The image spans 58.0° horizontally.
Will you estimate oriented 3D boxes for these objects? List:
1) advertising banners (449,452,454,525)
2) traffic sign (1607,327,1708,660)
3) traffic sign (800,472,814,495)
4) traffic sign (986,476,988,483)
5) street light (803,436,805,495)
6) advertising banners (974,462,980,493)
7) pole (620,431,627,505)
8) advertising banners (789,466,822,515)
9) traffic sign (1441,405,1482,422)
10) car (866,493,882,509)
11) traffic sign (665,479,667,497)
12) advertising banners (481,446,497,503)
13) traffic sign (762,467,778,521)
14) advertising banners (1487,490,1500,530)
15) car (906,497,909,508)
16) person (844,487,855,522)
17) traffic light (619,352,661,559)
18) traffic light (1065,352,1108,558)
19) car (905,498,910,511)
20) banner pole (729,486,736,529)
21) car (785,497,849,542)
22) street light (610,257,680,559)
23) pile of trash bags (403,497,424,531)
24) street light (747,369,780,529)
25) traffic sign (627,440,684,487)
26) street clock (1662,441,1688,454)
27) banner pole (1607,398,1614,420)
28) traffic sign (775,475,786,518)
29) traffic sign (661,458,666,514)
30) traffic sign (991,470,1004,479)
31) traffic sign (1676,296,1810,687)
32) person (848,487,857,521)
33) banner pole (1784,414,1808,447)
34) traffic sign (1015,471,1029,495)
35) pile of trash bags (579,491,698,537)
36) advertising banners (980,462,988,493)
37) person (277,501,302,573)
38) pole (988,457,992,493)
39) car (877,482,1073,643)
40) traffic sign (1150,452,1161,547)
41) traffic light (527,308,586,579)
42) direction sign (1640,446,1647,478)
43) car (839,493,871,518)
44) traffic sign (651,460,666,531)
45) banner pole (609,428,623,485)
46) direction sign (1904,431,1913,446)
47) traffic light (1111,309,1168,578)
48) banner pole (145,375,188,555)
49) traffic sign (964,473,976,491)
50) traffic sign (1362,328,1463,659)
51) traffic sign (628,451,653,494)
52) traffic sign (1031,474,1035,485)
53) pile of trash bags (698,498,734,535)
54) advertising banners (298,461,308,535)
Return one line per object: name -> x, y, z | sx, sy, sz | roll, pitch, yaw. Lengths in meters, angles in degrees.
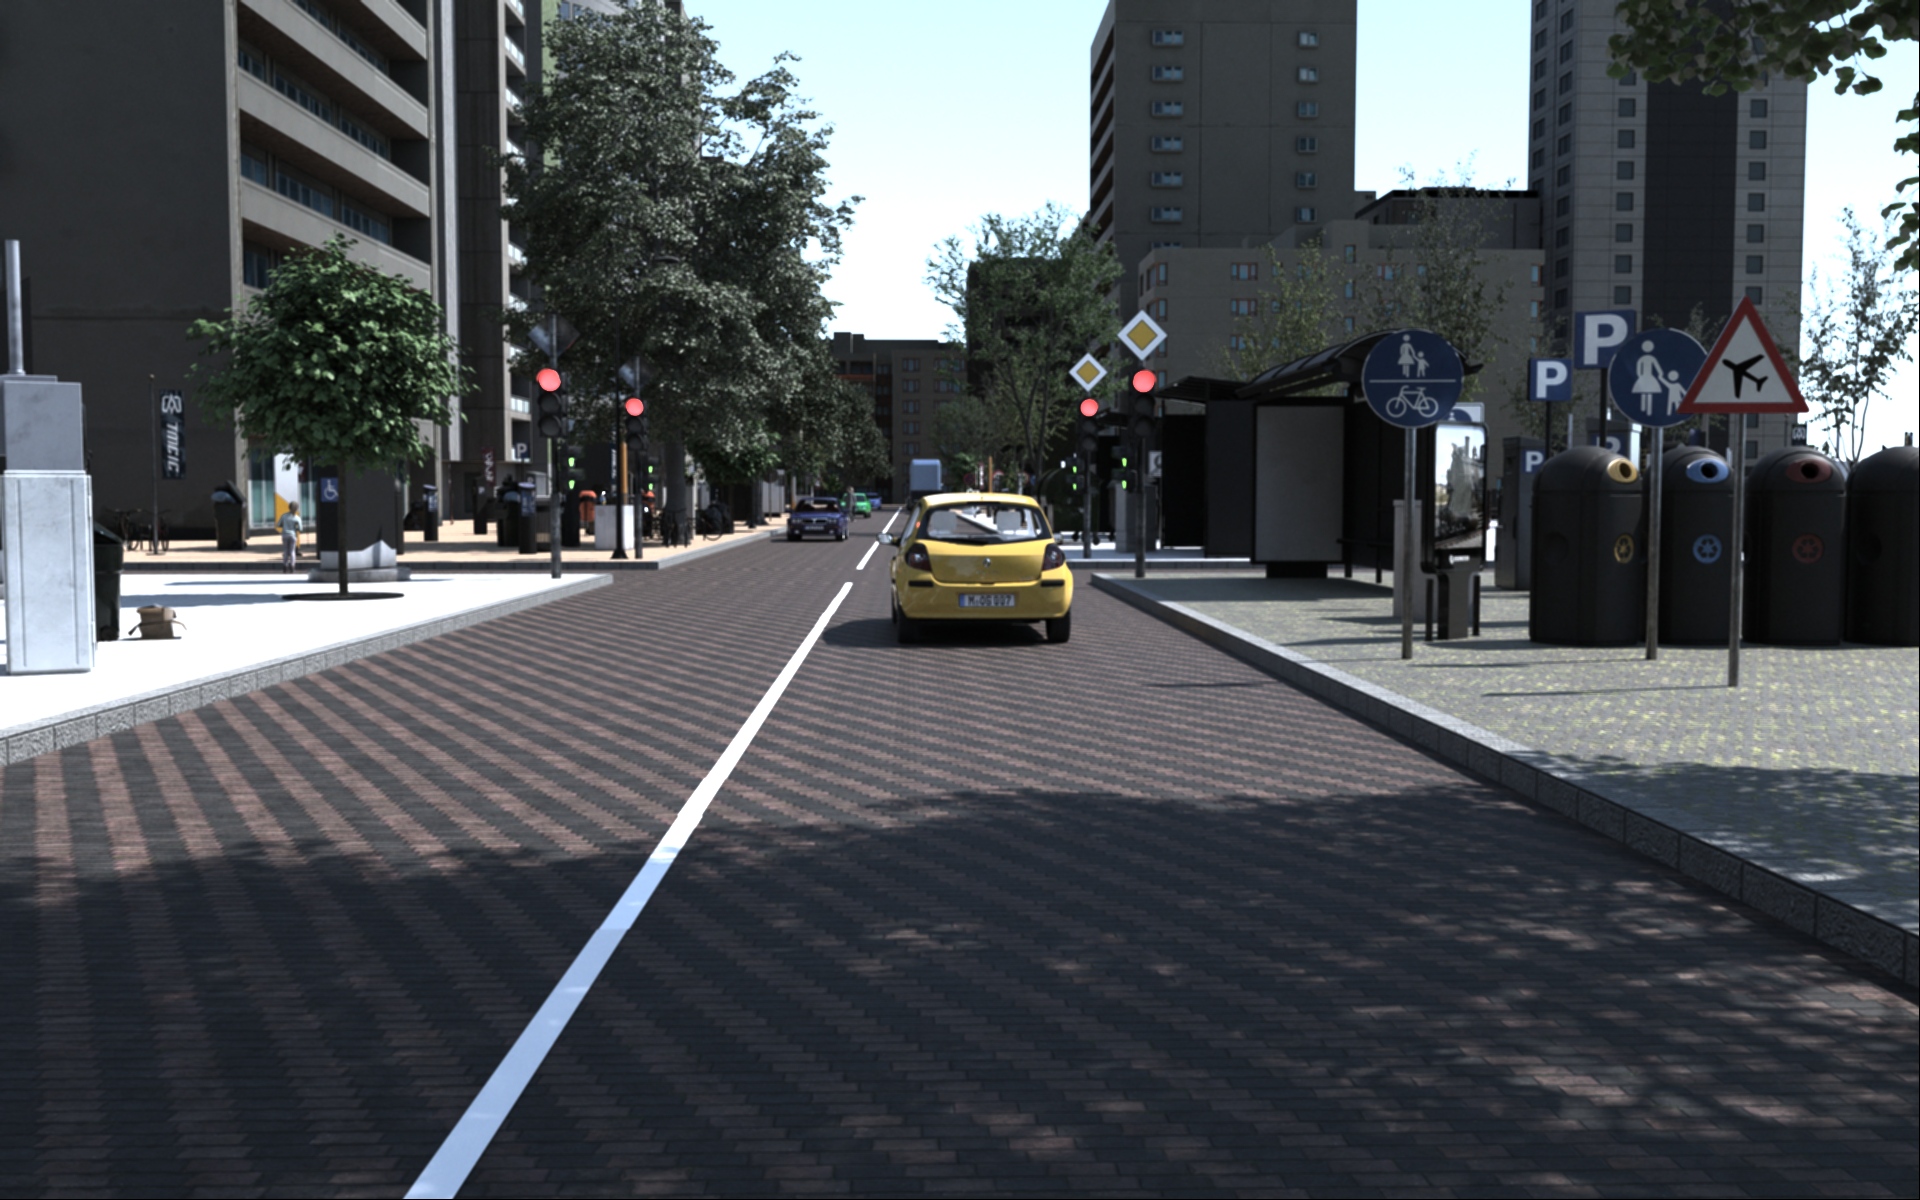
advertising banners -> -21.189, -4.643, 72.093 | 0.090, 3.025, 2.074 | -1, 4, -13
traffic sign -> 5.363, -0.810, 13.356 | 0.768, 2.556, 0.104 | 0, 4, 8
traffic sign -> -8.499, -5.865, 96.001 | 0.768, 2.556, 0.104 | 0, 4, 2
traffic sign -> 2.015, -6.638, 108.634 | 0.768, 2.556, 0.104 | 0, 4, 5
street light -> -7.913, -7.407, 93.647 | 1.470, 5.913, 1.316 | 0, 4, -2
advertising banners -> 0.833, -5.889, 92.480 | 0.090, 3.025, 2.074 | 0, 4, 4
pole -> -10.810, -3.782, 55.675 | 0.158, 3.312, 0.155 | 0, 3, 0
advertising banners -> -9.540, -6.770, 106.871 | 2.074, 3.025, 0.090 | 0, 4, -6
traffic sign -> 5.559, -1.062, 19.497 | 0.606, 2.300, 0.079 | 0, 4, 4
car -> -8.388, -9.482, 164.615 | 1.945, 1.707, 3.694 | 0, 3, 0
traffic sign -> -10.841, -3.916, 64.127 | 0.768, 2.556, 0.104 | 0, 4, 1
advertising banners -> -16.562, -4.137, 63.820 | 2.074, 3.025, 0.090 | -1, 4, -11
traffic sign -> -8.887, -4.952, 81.068 | 0.768, 2.556, 0.104 | 0, 4, 2
advertising banners -> 18.846, -4.044, 62.300 | 2.074, 3.025, 0.090 | 2, 4, 25
car -> -4.683, -10.295, 180.677 | 2.083, 1.381, 4.827 | 0, 4, -3
person -> -5.780, -4.951, 89.551 | 0.767, 1.812, 0.694 | -1, 4, -15
traffic light -> -6.341, -2.767, 34.165 | 0.839, 4.253, 0.868 | 0, 4, -2
traffic light -> 2.516, -2.784, 34.434 | 0.839, 4.253, 0.868 | 0, 4, -2
car -> -3.705, -8.502, 150.802 | 2.131, 1.459, 4.920 | 0, 4, -2
banner pole -> -8.558, -4.554, 64.471 | 0.401, 3.779, 0.863 | 0, 4, -8
car -> -4.380, -2.503, 53.503 | 1.945, 1.354, 3.894 | 0, 4, -1
street light -> -6.192, -3.763, 34.061 | 1.470, 5.913, 1.316 | 0, 4, -2
pile of trash bags -> -19.315, -3.049, 59.596 | 1.912, 1.369, 3.447 | 0, 4, 0
street light -> -7.164, -5.600, 64.097 | 1.470, 5.913, 1.316 | 0, 4, -2
traffic sign -> -11.495, -4.349, 64.982 | 2.265, 3.308, 0.079 | 0, 4, 3
street clock -> 9.870, -1.186, 23.954 | 0.471, 2.002, 0.358 | -3, 5, -41
banner pole -> 16.685, -3.334, 44.529 | 0.401, 3.779, 0.863 | 2, 4, 31
traffic sign -> -9.478, -5.455, 91.322 | 0.606, 2.300, 0.079 | 0, 4, 6
traffic sign -> -10.565, -3.752, 61.454 | 0.768, 2.556, 0.104 | 0, 4, 7
traffic sign -> 2.074, -5.679, 92.963 | 0.768, 2.556, 0.104 | 0, 4, 4
traffic sign -> 5.161, -0.702, 11.484 | 0.884, 2.594, 0.081 | 0, 4, -1
person -> -5.819, -5.062, 91.454 | 0.709, 1.800, 0.728 | 1, 4, 22
banner pole -> 26.044, -3.923, 54.163 | 0.863, 3.779, 0.401 | 1, 4, 10
traffic sign -> 3.416, -5.838, 95.559 | 0.768, 2.556, 0.104 | 0, 4, 6
pile of trash bags -> -9.853, -2.603, 52.308 | 3.447, 1.369, 1.912 | 0, 4, 0
advertising banners -> 1.636, -6.078, 95.566 | 0.090, 3.025, 2.074 | 3, 4, 37
person -> -12.169, -1.141, 31.441 | 0.425, 1.301, 0.394 | -1, 4, -23
pole -> 1.633, -6.153, 94.443 | 0.158, 3.312, 0.155 | 0, 3, 0
car -> 0.141, -0.484, 18.141 | 2.015, 1.641, 3.980 | 0, 4, -3
traffic sign -> 4.826, -2.408, 41.506 | 0.606, 2.300, 0.079 | 0, 4, 3
traffic light -> -6.112, -2.279, 26.184 | 0.839, 4.253, 0.868 | 0, 4, -2
direction sign -> 32.502, -5.484, 81.657 | 0.876, 3.537, 0.379 | 2, 4, 35
car -> -6.306, -5.809, 103.766 | 1.959, 1.807, 4.718 | 0, 3, 0
traffic sign -> -10.707, -3.720, 60.930 | 0.768, 2.556, 0.104 | 0, 4, 5
banner pole -> -11.468, -4.166, 58.128 | 0.401, 3.779, 0.863 | 3, 4, 37
direction sign -> 34.378, -4.333, 62.849 | 0.876, 3.537, 0.379 | -3, 5, -44
traffic light -> 2.745, -2.296, 26.453 | 0.839, 4.253, 0.868 | 0, 4, -2
banner pole -> -16.742, -2.842, 36.491 | 0.863, 3.779, 0.401 | -2, 4, -31
traffic sign -> 0.604, -6.432, 105.273 | 0.768, 2.556, 0.104 | 0, 4, 3
traffic sign -> 3.481, -0.814, 13.410 | 0.768, 2.556, 0.104 | 0, 4, 5
traffic sign -> -9.289, -3.073, 50.352 | 0.768, 2.556, 0.104 | 0, 4, 5
traffic sign -> 4.864, -6.724, 110.043 | 0.768, 2.556, 0.104 | 0, 4, 4
pile of trash bags -> -8.891, -2.792, 55.394 | 3.447, 1.369, 1.912 | 2, 4, 24
advertising banners -> -15.034, -2.746, 41.088 | 2.074, 3.025, 0.090 | 1, 4, 12
